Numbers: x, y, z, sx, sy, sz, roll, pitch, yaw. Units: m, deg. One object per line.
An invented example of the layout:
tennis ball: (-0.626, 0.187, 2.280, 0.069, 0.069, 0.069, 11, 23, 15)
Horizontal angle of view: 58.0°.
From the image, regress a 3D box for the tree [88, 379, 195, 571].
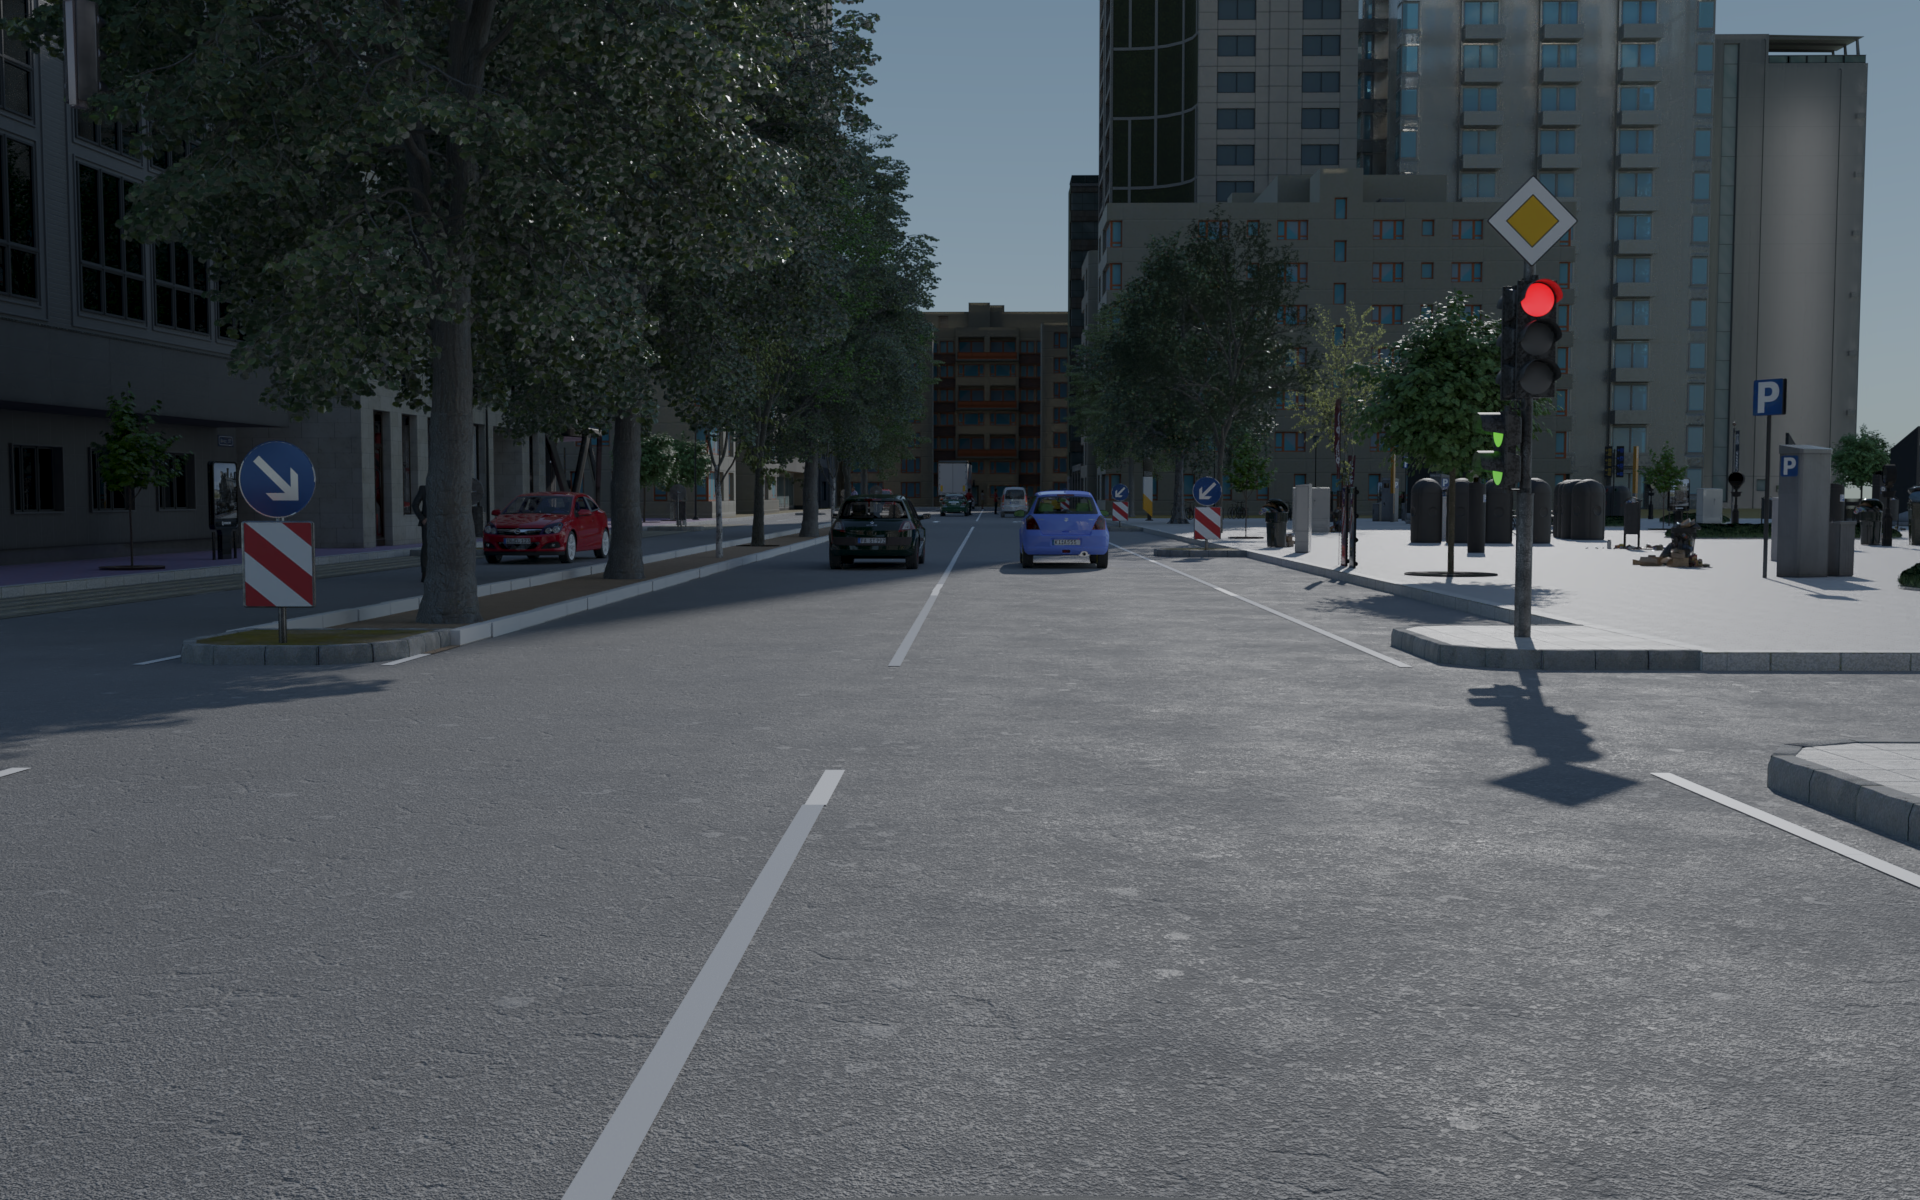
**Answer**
tree: (-14.090, -2.124, 29.330, 1.663, 3.219, 1.824, 0, 3, 0)

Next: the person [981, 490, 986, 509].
person: (2.168, -9.453, 163.061, 0.705, 1.824, 1.348, -1, 4, -17)

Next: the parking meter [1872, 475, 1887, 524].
parking meter: (27.615, -2.833, 52.038, 0.399, 1.863, 0.255, -2, 4, -25)

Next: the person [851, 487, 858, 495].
person: (-6.285, -5.663, 100.956, 0.599, 1.838, 0.709, -3, 5, -41)

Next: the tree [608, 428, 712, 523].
tree: (-14.282, -5.763, 77.931, 4.285, 4.588, 4.351, 0, 3, 0)

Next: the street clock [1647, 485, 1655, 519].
street clock: (35.065, -5.095, 87.875, 0.471, 2.002, 0.358, -2, 4, -34)

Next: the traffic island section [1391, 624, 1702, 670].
traffic island section: (5.076, 0.411, 15.569, 2.009, 0.180, 2.903, 0, 4, 1)

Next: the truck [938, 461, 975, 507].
truck: (-0.317, -9.943, 151.485, 2.839, 4.237, 11.283, 0, 4, 3)

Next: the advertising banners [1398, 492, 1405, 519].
advertising banners: (23.248, -5.646, 88.501, 2.074, 3.025, 0.090, 2, 4, 26)

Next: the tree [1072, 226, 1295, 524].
tree: (9.491, -9.624, 74.358, 9.611, 12.733, 9.660, 0, 3, 0)

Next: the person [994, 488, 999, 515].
person: (2.557, -6.914, 121.485, 0.705, 1.831, 1.348, 0, 4, -2)

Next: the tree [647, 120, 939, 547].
tree: (-5.389, -7.244, 46.644, 9.928, 11.665, 9.643, 0, 3, 0)

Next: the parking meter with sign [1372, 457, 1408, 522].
parking meter with sign: (20.025, -5.159, 80.605, 0.543, 3.016, 1.738, -3, 5, -43)

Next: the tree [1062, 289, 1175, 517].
tree: (9.181, -10.923, 96.721, 7.486, 12.596, 7.792, 0, 3, 0)

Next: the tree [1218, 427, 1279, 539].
tree: (8.127, -3.374, 49.773, 1.663, 3.219, 1.824, 0, 3, 0)

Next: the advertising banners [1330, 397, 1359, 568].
advertising banners: (6.853, -2.116, 30.784, 0.090, 3.025, 2.074, 0, 4, 2)

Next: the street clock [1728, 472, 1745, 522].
street clock: (25.171, -3.157, 56.179, 0.471, 2.002, 0.358, 3, 4, 37)

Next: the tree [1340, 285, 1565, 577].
tree: (7.833, -2.661, 27.228, 4.285, 4.588, 4.351, 0, 3, 0)

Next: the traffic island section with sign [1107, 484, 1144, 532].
traffic island section with sign: (6.040, -3.577, 67.114, 1.989, 1.847, 2.006, 0, 4, 1)

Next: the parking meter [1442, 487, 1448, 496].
parking meter: (15.277, -2.809, 54.336, 0.372, 1.533, 0.369, 0, 3, 0)

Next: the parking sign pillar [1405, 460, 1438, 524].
parking sign pillar: (19.965, -5.269, 74.613, 1.447, 3.967, 1.447, 3, 4, 38)

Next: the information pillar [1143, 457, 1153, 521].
information pillar: (9.023, -5.613, 83.119, 0.504, 3.616, 0.183, -1, 4, -20)

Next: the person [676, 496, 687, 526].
person: (-11.553, -3.829, 71.653, 0.519, 1.759, 0.362, 1, 4, 17)

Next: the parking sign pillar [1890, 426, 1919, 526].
parking sign pillar: (37.848, -4.939, 69.230, 1.447, 3.967, 1.447, -1, 4, -18)

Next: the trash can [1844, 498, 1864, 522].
trash can: (30.070, -2.863, 58.458, 0.748, 1.137, 0.748, 0, 3, 0)

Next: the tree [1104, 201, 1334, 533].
tree: (8.289, -7.458, 56.348, 8.767, 10.594, 7.601, 2, 4, 35)

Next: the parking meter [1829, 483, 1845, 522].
parking meter: (20.637, -1.983, 40.838, 0.372, 1.533, 0.369, 0, 3, 0)

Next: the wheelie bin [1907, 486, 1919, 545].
wheelie bin: (24.053, -2.164, 43.287, 0.693, 1.594, 0.980, 1, 4, 20)

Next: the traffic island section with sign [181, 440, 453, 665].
traffic island section with sign: (-5.810, -0.446, 15.430, 2.006, 1.907, 1.989, 0, 4, 1)

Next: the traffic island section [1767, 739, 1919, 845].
traffic island section: (4.929, 0.899, 7.585, 2.009, 0.180, 2.903, 0, 4, 1)

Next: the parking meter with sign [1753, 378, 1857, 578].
parking meter with sign: (13.043, -1.861, 26.684, 1.738, 3.016, 0.543, -2, 4, -24)

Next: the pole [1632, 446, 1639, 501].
pole: (28.748, -4.887, 73.743, 0.158, 3.312, 0.155, 0, 3, 0)

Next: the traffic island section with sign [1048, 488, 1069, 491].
traffic island section with sign: (6.958, -6.647, 117.306, 1.989, 1.847, 2.006, 0, 4, 1)

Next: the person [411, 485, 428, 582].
person: (-8.576, -1.250, 28.299, 0.474, 1.900, 0.648, 2, 4, 32)

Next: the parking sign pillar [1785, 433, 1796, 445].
parking sign pillar: (36.914, -5.386, 76.526, 1.447, 3.967, 1.447, -3, 5, -41)

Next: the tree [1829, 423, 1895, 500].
tree: (41.354, -5.858, 79.490, 4.285, 4.588, 4.351, 0, 3, 0)

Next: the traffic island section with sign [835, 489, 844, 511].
traffic island section with sign: (-9.648, -8.348, 145.118, 1.989, 1.847, 2.006, 0, 4, 1)

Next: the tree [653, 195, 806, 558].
tree: (-5.356, -5.228, 38.301, 4.737, 8.622, 4.395, 0, 3, 0)

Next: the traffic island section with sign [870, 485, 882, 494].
traffic island section with sign: (-4.430, -5.041, 90.556, 2.006, 1.907, 1.989, 0, 4, 1)

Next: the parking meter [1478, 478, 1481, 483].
parking meter: (18.483, -3.456, 62.212, 0.399, 1.863, 0.255, 2, 4, 32)

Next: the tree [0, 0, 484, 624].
tree: (-5.700, -6.719, 18.970, 9.857, 13.997, 8.962, 0, 3, 0)

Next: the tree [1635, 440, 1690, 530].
tree: (25.164, -4.098, 61.599, 1.663, 3.219, 1.824, 0, 3, 0)

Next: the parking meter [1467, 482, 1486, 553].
parking meter: (11.283, -1.799, 37.823, 0.372, 1.533, 0.369, 0, 3, 0)

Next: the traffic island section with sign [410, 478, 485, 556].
traffic island section with sign: (-11.573, -1.949, 40.488, 1.989, 1.847, 2.006, 0, 4, 1)

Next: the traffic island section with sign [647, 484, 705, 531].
traffic island section with sign: (-11.071, -3.618, 67.790, 1.989, 1.847, 2.006, 0, 4, 1)

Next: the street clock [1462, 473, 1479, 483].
street clock: (15.155, -2.867, 51.443, 0.471, 2.002, 0.358, -2, 4, -31)

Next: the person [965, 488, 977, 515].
person: (0.648, -6.608, 116.475, 0.705, 1.831, 1.348, -3, 4, -36)

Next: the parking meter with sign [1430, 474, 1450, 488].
parking meter with sign: (18.048, -4.213, 65.138, 0.543, 3.016, 1.738, -1, 4, -22)

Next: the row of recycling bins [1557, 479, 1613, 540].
row of recycling bins: (17.751, -2.613, 49.829, 1.069, 1.692, 3.534, 1, 4, 9)

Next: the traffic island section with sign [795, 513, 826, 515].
traffic island section with sign: (-10.147, -6.686, 117.944, 1.989, 1.847, 2.006, 0, 4, 1)

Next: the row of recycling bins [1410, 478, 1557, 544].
row of recycling bins: (13.614, -2.335, 45.296, 3.534, 1.692, 1.069, 1, 4, 12)

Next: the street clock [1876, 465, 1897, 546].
street clock: (22.845, -2.328, 42.625, 0.358, 2.002, 0.471, 1, 4, 13)

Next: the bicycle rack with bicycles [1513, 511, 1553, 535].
bicycle rack with bicycles: (18.109, -2.496, 54.200, 2.925, 0.926, 2.852, 3, 5, 42)

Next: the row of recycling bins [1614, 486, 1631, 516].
row of recycling bins: (32.337, -4.835, 86.168, 1.069, 1.692, 3.534, 0, 4, -3)

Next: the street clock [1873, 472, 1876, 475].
street clock: (28.429, -2.990, 53.459, 0.358, 2.002, 0.471, -2, 4, -33)

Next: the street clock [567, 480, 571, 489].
street clock: (-20.175, -5.177, 89.213, 0.358, 2.002, 0.471, -1, 4, -20)

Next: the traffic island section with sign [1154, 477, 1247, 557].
traffic island section with sign: (5.529, -1.929, 40.163, 1.989, 1.847, 2.006, 0, 4, 1)

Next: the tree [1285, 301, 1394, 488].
tree: (14.375, -7.030, 65.311, 4.360, 8.622, 3.978, 0, 3, 0)

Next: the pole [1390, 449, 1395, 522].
pole: (19.733, -5.206, 78.960, 0.158, 3.312, 0.155, 0, 3, 0)

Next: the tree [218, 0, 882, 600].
tree: (-5.671, -7.327, 28.909, 9.857, 13.997, 8.962, 0, 3, 0)
